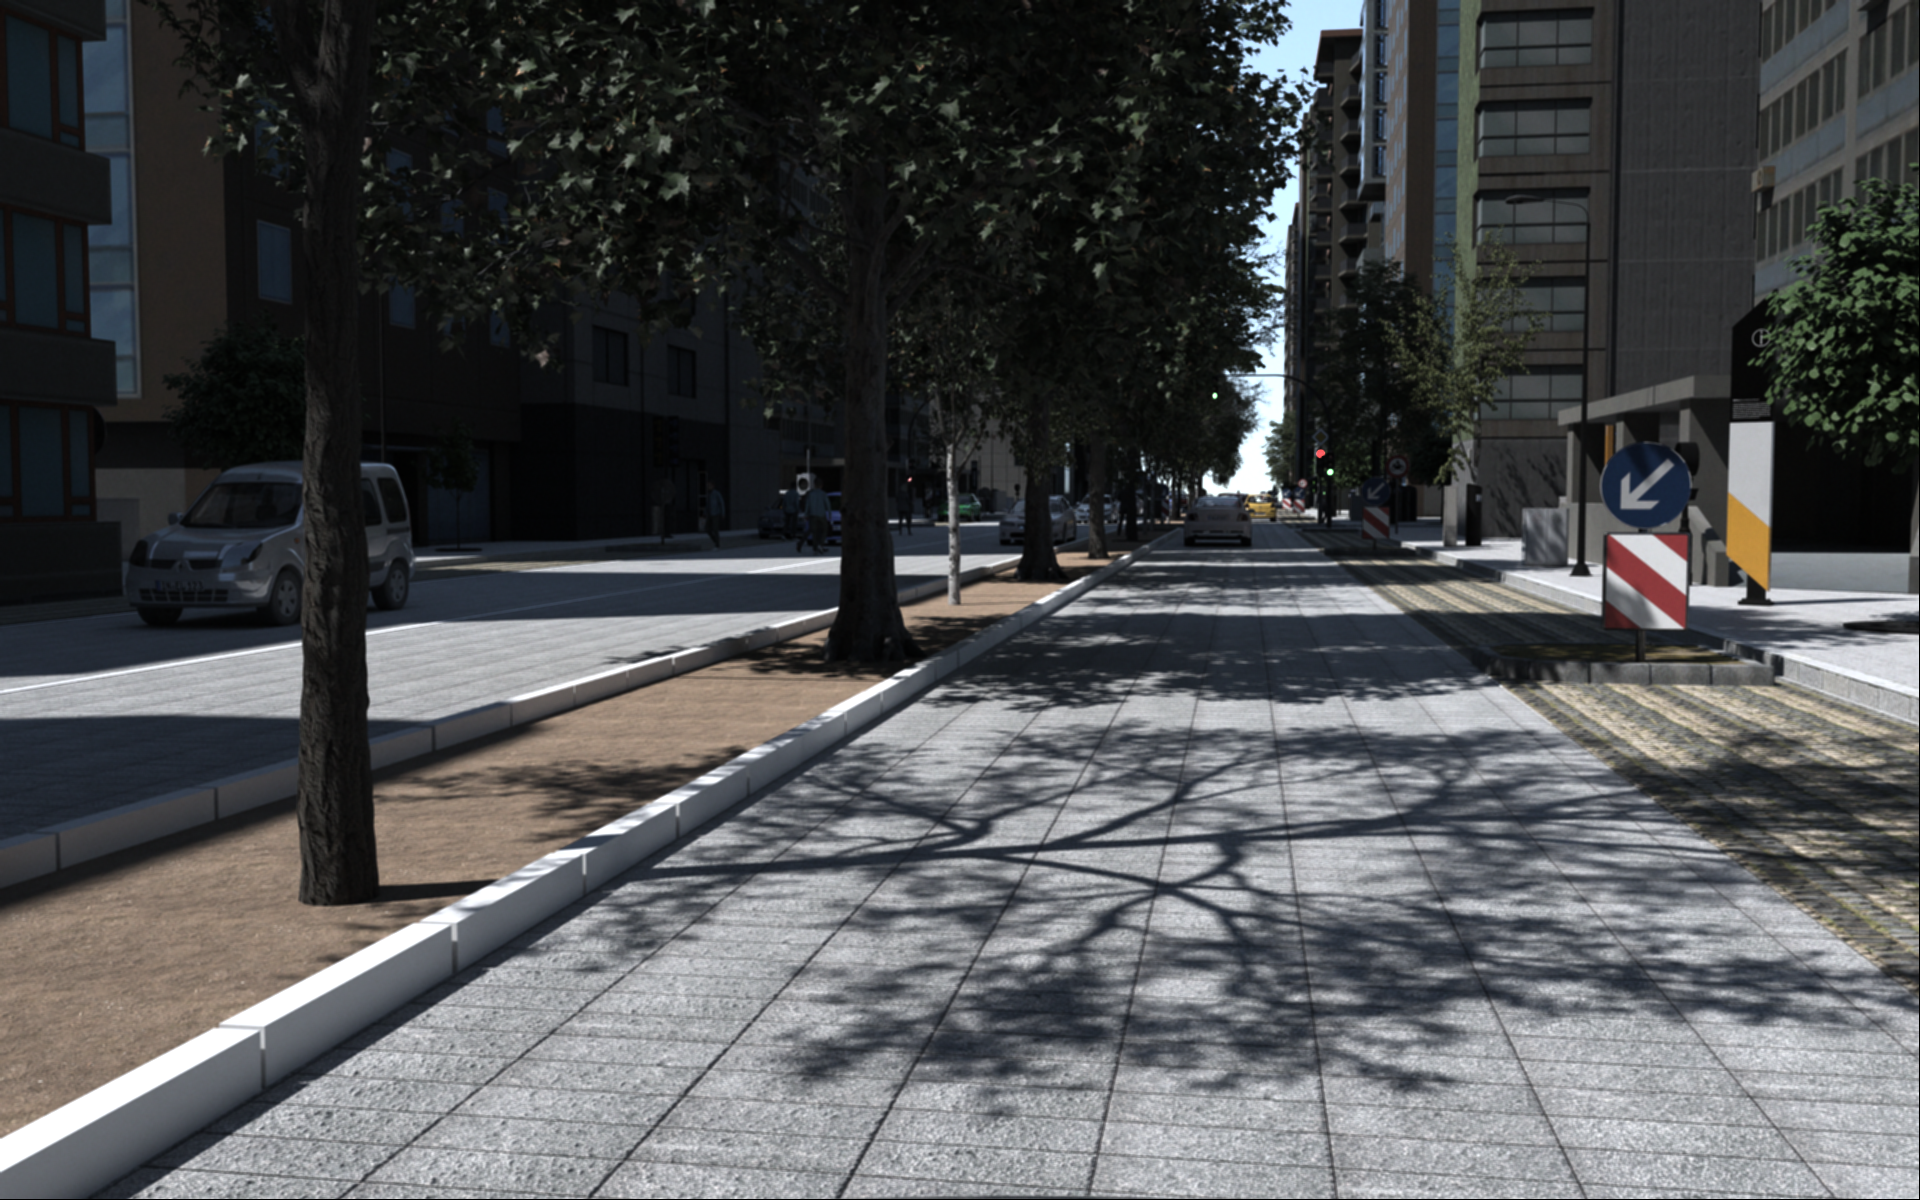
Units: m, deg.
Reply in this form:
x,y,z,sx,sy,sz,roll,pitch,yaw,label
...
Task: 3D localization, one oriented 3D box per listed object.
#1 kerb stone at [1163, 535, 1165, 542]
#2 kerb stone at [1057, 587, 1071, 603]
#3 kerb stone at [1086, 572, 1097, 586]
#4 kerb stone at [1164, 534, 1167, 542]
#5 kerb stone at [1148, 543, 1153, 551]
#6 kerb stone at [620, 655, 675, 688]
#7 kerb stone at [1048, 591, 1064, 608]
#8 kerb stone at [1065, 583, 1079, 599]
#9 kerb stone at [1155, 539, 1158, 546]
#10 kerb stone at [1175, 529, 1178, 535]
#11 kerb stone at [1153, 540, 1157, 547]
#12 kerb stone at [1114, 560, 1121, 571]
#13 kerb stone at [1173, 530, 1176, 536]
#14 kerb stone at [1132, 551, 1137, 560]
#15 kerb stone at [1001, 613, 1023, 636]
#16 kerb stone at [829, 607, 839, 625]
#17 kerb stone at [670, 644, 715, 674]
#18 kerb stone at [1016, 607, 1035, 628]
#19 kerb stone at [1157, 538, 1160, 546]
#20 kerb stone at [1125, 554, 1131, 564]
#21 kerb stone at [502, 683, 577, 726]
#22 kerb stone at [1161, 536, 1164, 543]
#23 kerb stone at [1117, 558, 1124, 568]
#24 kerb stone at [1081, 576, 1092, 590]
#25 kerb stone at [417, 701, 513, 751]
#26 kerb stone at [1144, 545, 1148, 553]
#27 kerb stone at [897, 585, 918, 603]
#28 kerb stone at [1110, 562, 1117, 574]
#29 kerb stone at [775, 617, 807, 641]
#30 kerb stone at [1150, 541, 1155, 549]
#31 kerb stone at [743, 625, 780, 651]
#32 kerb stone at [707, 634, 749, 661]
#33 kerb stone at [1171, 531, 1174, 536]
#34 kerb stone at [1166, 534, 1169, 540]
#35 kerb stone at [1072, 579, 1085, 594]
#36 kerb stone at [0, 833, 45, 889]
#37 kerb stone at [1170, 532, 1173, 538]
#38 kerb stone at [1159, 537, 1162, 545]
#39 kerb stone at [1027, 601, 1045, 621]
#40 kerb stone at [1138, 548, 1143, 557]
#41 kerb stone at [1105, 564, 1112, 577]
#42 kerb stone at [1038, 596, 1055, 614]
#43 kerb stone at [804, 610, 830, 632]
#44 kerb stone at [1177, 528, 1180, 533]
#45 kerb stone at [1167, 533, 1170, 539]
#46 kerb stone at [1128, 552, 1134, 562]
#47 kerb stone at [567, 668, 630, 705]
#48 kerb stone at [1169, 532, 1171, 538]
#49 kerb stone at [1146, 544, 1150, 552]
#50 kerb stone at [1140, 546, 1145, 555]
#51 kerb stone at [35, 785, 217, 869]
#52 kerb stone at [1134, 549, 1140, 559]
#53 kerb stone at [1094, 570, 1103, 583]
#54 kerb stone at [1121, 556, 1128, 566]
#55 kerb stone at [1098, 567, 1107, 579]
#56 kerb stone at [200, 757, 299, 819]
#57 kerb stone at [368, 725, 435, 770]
x,y,z,sx,sy,sz,roll,pitch,yaw,label
5.802,-1.715,50.232,0.120,0.150,1.000,1,4,9,kerb stone
1.329,-0.042,22.901,0.120,0.150,1.000,1,4,9,kerb stone
1.994,-0.291,26.948,0.120,0.150,1.000,1,4,9,kerb stone
5.973,-1.777,51.252,0.120,0.150,1.000,1,4,9,kerb stone
4.646,-1.278,43.141,0.120,0.150,1.000,1,4,9,kerb stone
-2.401,0.554,13.133,0.120,0.150,1.000,1,4,9,kerb stone
1.166,0.019,21.891,0.120,0.150,1.000,1,4,9,kerb stone
1.497,-0.104,23.909,0.120,0.150,1.000,1,4,9,kerb stone
5.139,-1.460,46.189,0.120,0.150,1.000,1,4,9,kerb stone
7.295,-2.266,59.356,0.120,0.150,1.000,1,4,9,kerb stone
4.975,-1.405,45.172,0.120,0.150,1.000,1,4,9,kerb stone
2.825,-0.600,31.998,0.120,0.150,1.000,1,4,9,kerb stone
6.971,-2.149,57.334,0.120,0.150,1.000,1,4,9,kerb stone
3.645,-0.910,37.073,0.120,0.150,1.000,1,4,9,kerb stone
0.501,0.267,17.836,0.120,0.150,1.000,1,4,9,kerb stone
-1.403,0.184,19.194,0.120,0.150,1.000,1,4,9,kerb stone
-2.227,0.498,14.144,0.120,0.150,1.000,1,4,9,kerb stone
0.670,0.209,18.845,0.120,0.150,1.000,1,4,9,kerb stone
5.306,-1.528,47.204,0.120,0.150,1.000,1,4,9,kerb stone
3.321,-0.784,35.042,0.120,0.150,1.000,1,4,9,kerb stone
-2.724,0.678,11.114,0.120,0.150,1.000,1,4,9,kerb stone
5.645,-1.653,49.221,0.120,0.150,1.000,1,4,9,kerb stone
2.991,-0.660,33.024,0.120,0.150,1.000,1,4,9,kerb stone
1.831,-0.229,25.939,0.120,0.150,1.000,1,4,9,kerb stone
-2.887,0.740,10.104,0.120,0.150,1.000,1,4,9,kerb stone
4.314,-1.157,41.118,0.120,0.150,1.000,1,4,9,kerb stone
-0.744,-0.059,23.239,0.120,0.150,1.000,1,4,9,kerb stone
2.663,-0.532,30.989,0.120,0.150,1.000,1,4,9,kerb stone
-1.731,0.307,17.176,0.120,0.150,1.000,1,4,9,kerb stone
4.813,-1.343,44.149,0.120,0.150,1.000,1,4,9,kerb stone
-1.899,0.369,16.168,0.120,0.150,1.000,1,4,9,kerb stone
-2.068,0.431,15.155,0.120,0.150,1.000,1,4,9,kerb stone
6.801,-2.087,56.326,0.120,0.150,1.000,1,4,9,kerb stone
6.140,-1.835,52.260,0.120,0.150,1.000,1,4,9,kerb stone
1.658,-0.167,24.929,0.120,0.150,1.000,1,4,9,kerb stone
-3.552,0.988,6.054,0.120,0.150,1.000,1,4,9,kerb stone
6.633,-2.025,55.310,0.120,0.150,1.000,1,4,9,kerb stone
5.470,-1.590,48.213,0.120,0.150,1.000,1,4,9,kerb stone
0.833,0.145,19.854,0.120,0.150,1.000,1,4,9,kerb stone
3.980,-1.034,39.097,0.120,0.150,1.000,1,4,9,kerb stone
2.493,-0.475,29.980,0.120,0.150,1.000,1,4,9,kerb stone
1.000,0.083,20.877,0.120,0.150,1.000,1,4,9,kerb stone
-1.566,0.245,18.185,0.120,0.150,1.000,1,4,9,kerb stone
7.625,-2.392,61.375,0.120,0.150,1.000,1,4,9,kerb stone
6.300,-1.901,53.277,0.120,0.150,1.000,1,4,9,kerb stone
3.478,-0.848,36.054,0.120,0.150,1.000,1,4,9,kerb stone
-2.562,0.617,12.123,0.120,0.150,1.000,1,4,9,kerb stone
6.458,-1.961,54.295,0.120,0.150,1.000,1,4,9,kerb stone
4.472,-1.219,42.133,0.120,0.150,1.000,1,4,9,kerb stone
4.146,-1.095,40.106,0.120,0.150,1.000,1,4,9,kerb stone
-3.391,0.926,7.070,0.120,0.150,1.000,1,4,9,kerb stone
3.819,-0.964,38.081,0.120,0.150,1.000,1,4,9,kerb stone
2.161,-0.352,27.958,0.120,0.150,1.000,1,4,9,kerb stone
3.150,-0.724,34.034,0.120,0.150,1.000,1,4,9,kerb stone
2.322,-0.414,28.969,0.120,0.150,1.000,1,4,9,kerb stone
-3.224,0.864,8.079,0.120,0.150,1.000,1,4,9,kerb stone
-3.060,0.811,9.098,0.120,0.150,1.000,1,4,9,kerb stone
